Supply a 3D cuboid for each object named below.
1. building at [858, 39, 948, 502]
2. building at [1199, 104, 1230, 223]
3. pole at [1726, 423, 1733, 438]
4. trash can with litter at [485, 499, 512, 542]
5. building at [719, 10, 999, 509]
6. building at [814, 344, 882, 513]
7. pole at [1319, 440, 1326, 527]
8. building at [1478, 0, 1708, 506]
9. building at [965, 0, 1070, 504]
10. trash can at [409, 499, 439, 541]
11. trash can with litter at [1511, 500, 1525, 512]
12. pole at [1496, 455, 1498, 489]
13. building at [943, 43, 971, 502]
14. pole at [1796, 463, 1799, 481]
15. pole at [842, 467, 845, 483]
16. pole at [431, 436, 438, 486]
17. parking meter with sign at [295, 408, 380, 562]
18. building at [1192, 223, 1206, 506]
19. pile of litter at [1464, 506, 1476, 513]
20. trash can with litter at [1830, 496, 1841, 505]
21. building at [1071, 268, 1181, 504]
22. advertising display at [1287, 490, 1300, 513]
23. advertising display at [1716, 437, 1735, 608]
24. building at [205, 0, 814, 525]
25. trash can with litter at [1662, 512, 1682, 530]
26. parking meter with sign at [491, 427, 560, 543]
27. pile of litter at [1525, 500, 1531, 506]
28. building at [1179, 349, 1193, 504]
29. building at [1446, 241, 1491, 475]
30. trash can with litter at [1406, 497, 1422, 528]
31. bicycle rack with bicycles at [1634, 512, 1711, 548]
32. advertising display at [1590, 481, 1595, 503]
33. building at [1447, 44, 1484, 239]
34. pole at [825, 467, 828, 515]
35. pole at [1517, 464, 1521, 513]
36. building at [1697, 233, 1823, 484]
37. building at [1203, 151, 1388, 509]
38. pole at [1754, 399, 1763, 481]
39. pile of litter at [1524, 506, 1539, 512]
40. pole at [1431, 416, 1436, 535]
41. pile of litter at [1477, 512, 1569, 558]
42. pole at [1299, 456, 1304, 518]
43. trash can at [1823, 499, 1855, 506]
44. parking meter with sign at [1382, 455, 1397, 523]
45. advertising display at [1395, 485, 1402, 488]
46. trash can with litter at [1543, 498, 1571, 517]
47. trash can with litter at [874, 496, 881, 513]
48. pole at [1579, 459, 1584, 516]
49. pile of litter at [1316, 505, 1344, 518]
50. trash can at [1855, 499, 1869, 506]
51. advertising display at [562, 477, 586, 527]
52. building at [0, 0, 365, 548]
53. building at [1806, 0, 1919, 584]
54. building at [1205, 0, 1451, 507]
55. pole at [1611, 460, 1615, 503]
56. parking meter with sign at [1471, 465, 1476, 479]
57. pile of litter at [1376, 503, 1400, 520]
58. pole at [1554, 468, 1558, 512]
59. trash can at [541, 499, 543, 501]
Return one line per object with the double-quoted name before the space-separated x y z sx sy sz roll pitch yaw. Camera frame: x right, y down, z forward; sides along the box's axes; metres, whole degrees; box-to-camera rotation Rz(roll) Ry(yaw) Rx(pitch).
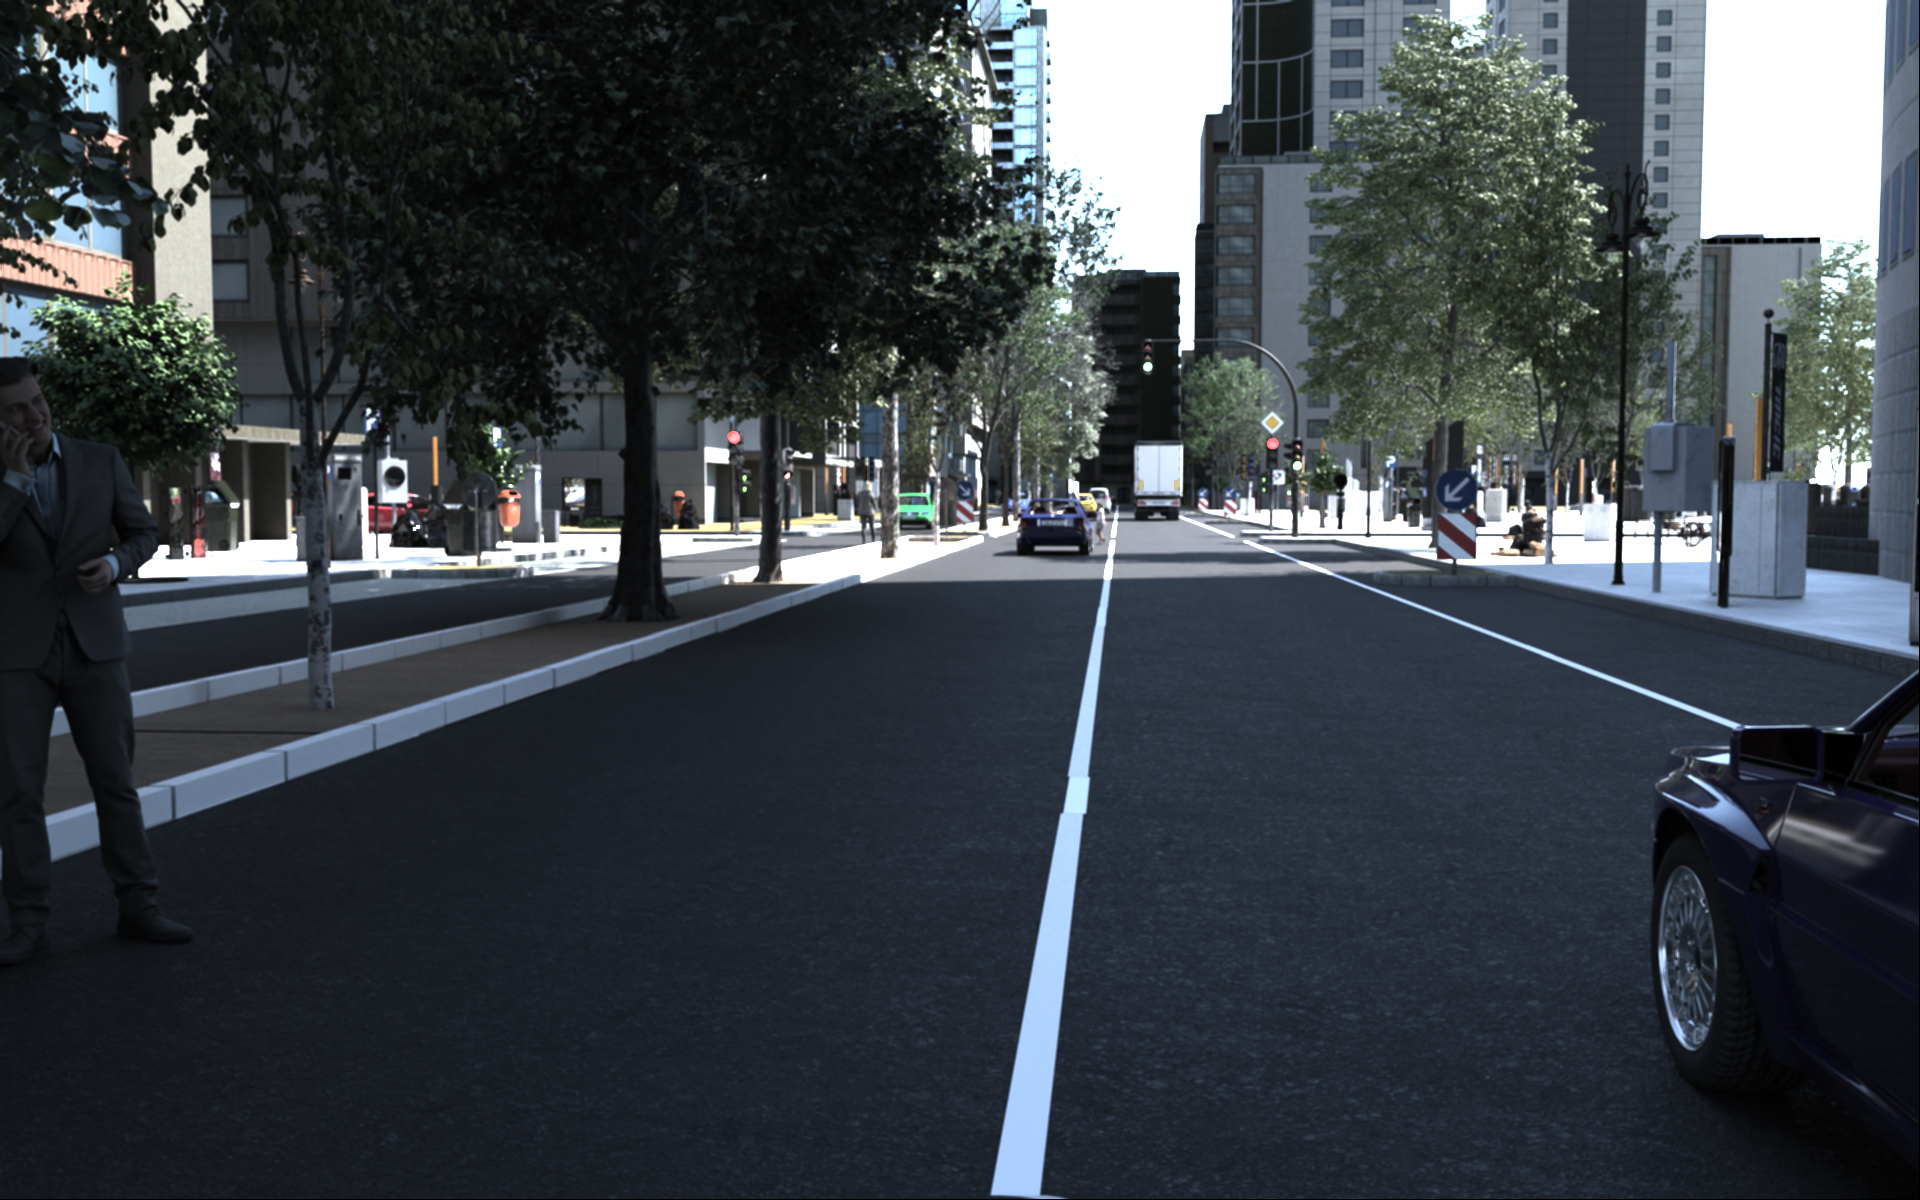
"building" -8.591 -30.178 143.526 14.600 45.320 14.200 0 4 5
"building" 34.644 -33.586 199.247 14.600 45.320 14.200 0 4 5
"pole" 22.069 -3.420 49.757 0.158 3.312 0.155 0 3 0
"trash can with litter" -12.368 -2.154 46.606 0.624 1.170 1.055 2 4 28
"building" -10.345 -37.148 196.605 27.495 52.752 28.713 0 4 5
"building" -15.956 -41.923 123.695 20.563 71.187 20.611 0 4 5
"pole" 13.775 -4.401 65.803 0.158 3.312 0.155 0 3 0
"building" 69.090 -46.190 193.456 20.611 71.187 20.563 0 4 5
"building" -0.940 -56.096 229.843 31.000 86.520 22.319 0 4 5
"trash can" -14.250 -2.106 46.081 0.748 1.137 0.748 0 3 0
"trash can with litter" 40.439 -6.993 125.727 1.055 1.170 0.624 2 4 26
"pole" 28.256 -5.942 90.995 0.158 3.312 0.155 0 3 0
"building" -11.502 -33.444 166.415 23.786 49.044 30.456 0 4 5
"pole" 55.787 -7.433 115.376 0.158 3.312 0.155 0 3 0
"pole" -7.480 -7.176 111.167 0.158 3.312 0.155 0 3 0
"pole" -18.606 -4.132 61.404 0.158 3.312 0.155 0 3 0
"parking meter with sign" -11.984 -2.276 33.466 0.543 3.016 1.738 2 4 34
"building" 31.987 -25.323 185.732 14.160 30.474 14.107 0 4 5
"pile of litter" 19.403 -3.199 66.262 1.719 0.858 1.176 1 4 12
"trash can with litter" 31.873 -3.169 62.871 1.678 1.210 2.233 0 4 -5
"building" 21.462 -27.731 225.102 14.107 30.474 14.160 0 4 5
"advertising display" 22.063 -6.687 114.546 0.974 1.923 0.123 -1 4 -10
"advertising display" 8.776 -0.897 19.876 0.123 1.923 0.974 1 4 21
"building" -20.545 -30.260 83.983 28.713 52.752 27.495 0 4 5
"trash can with litter" 25.619 -3.107 62.189 0.624 1.170 1.055 0 4 -6
"parking meter with sign" -11.332 -2.995 45.237 1.738 3.016 0.543 1 4 9
"pile of litter" 43.093 -7.135 130.623 1.176 0.858 1.719 1 4 11
"building" 43.935 -23.588 230.710 28.899 21.520 27.650 0 4 5
"building" 52.010 -26.105 198.521 14.107 30.474 14.160 0 4 5
"trash can with litter" 17.234 -3.344 66.065 0.624 1.170 1.055 0 4 2
"bicycle rack with bicycles" 18.165 -1.787 42.604 2.925 0.926 2.852 -1 4 -19
"advertising display" 30.395 -4.776 83.296 0.123 1.923 0.974 2 4 25
"building" 73.269 -41.646 222.909 28.212 58.520 21.231 0 4 5
"pole" -8.208 -6.887 106.451 0.158 3.312 0.155 0 3 0
"pole" 41.117 -8.165 127.340 0.158 3.312 0.155 0 3 0
"building" 87.327 -25.947 195.927 14.107 30.474 14.160 0 4 5
"building" 28.938 -23.148 150.176 14.160 30.474 14.107 0 4 5
"pole" 17.116 -2.647 37.124 0.158 3.312 0.155 0 3 0
"pile of litter" 15.999 -2.112 48.499 1.719 0.858 1.176 2 4 29
"pole" 12.522 -3.161 45.530 0.158 3.312 0.155 0 3 0
"pile of litter" 11.636 -1.317 35.500 1.176 0.858 1.719 -1 4 -20
"pole" 18.350 -6.063 92.969 0.158 3.312 0.155 0 3 0
"trash can" 20.847 -1.825 41.492 0.748 1.137 0.748 0 3 0
"parking meter with sign" 19.483 -5.049 78.819 0.543 3.016 1.738 1 4 8
"advertising display" 32.915 -7.657 130.401 0.123 1.923 0.974 -1 4 -20
"trash can with litter" 33.807 -5.359 98.672 1.678 1.210 2.233 1 4 12
"trash can with litter" -4.964 -6.363 115.088 2.233 1.210 1.678 2 4 33
"pole" 36.057 -6.521 100.466 0.158 3.312 0.155 0 3 0
"pile of litter" 20.008 -4.871 93.607 1.719 0.858 1.176 -1 4 -11
"trash can" 26.010 -2.323 49.637 0.748 1.137 0.748 0 3 0
"advertising display" -14.988 -3.797 67.289 0.974 1.923 0.123 -3 5 -43
"building" -32.629 -23.558 39.806 28.867 44.769 22.147 0 4 5
"building" 23.530 -29.187 19.209 21.231 58.520 28.212 0 4 5
"building" 34.639 -44.531 166.330 20.563 71.187 20.611 0 4 5
"pole" 38.190 -6.574 101.324 0.158 3.312 0.155 0 3 0
"parking meter with sign" 30.391 -6.600 104.176 1.738 3.016 0.543 -2 4 -32
"pile of litter" 21.263 -4.412 86.097 1.176 0.858 1.719 1 4 16
"pole" 43.540 -8.115 126.519 0.158 3.312 0.155 0 3 0
"trash can" -12.220 -2.300 49.254 0.748 1.137 0.748 0 3 0
